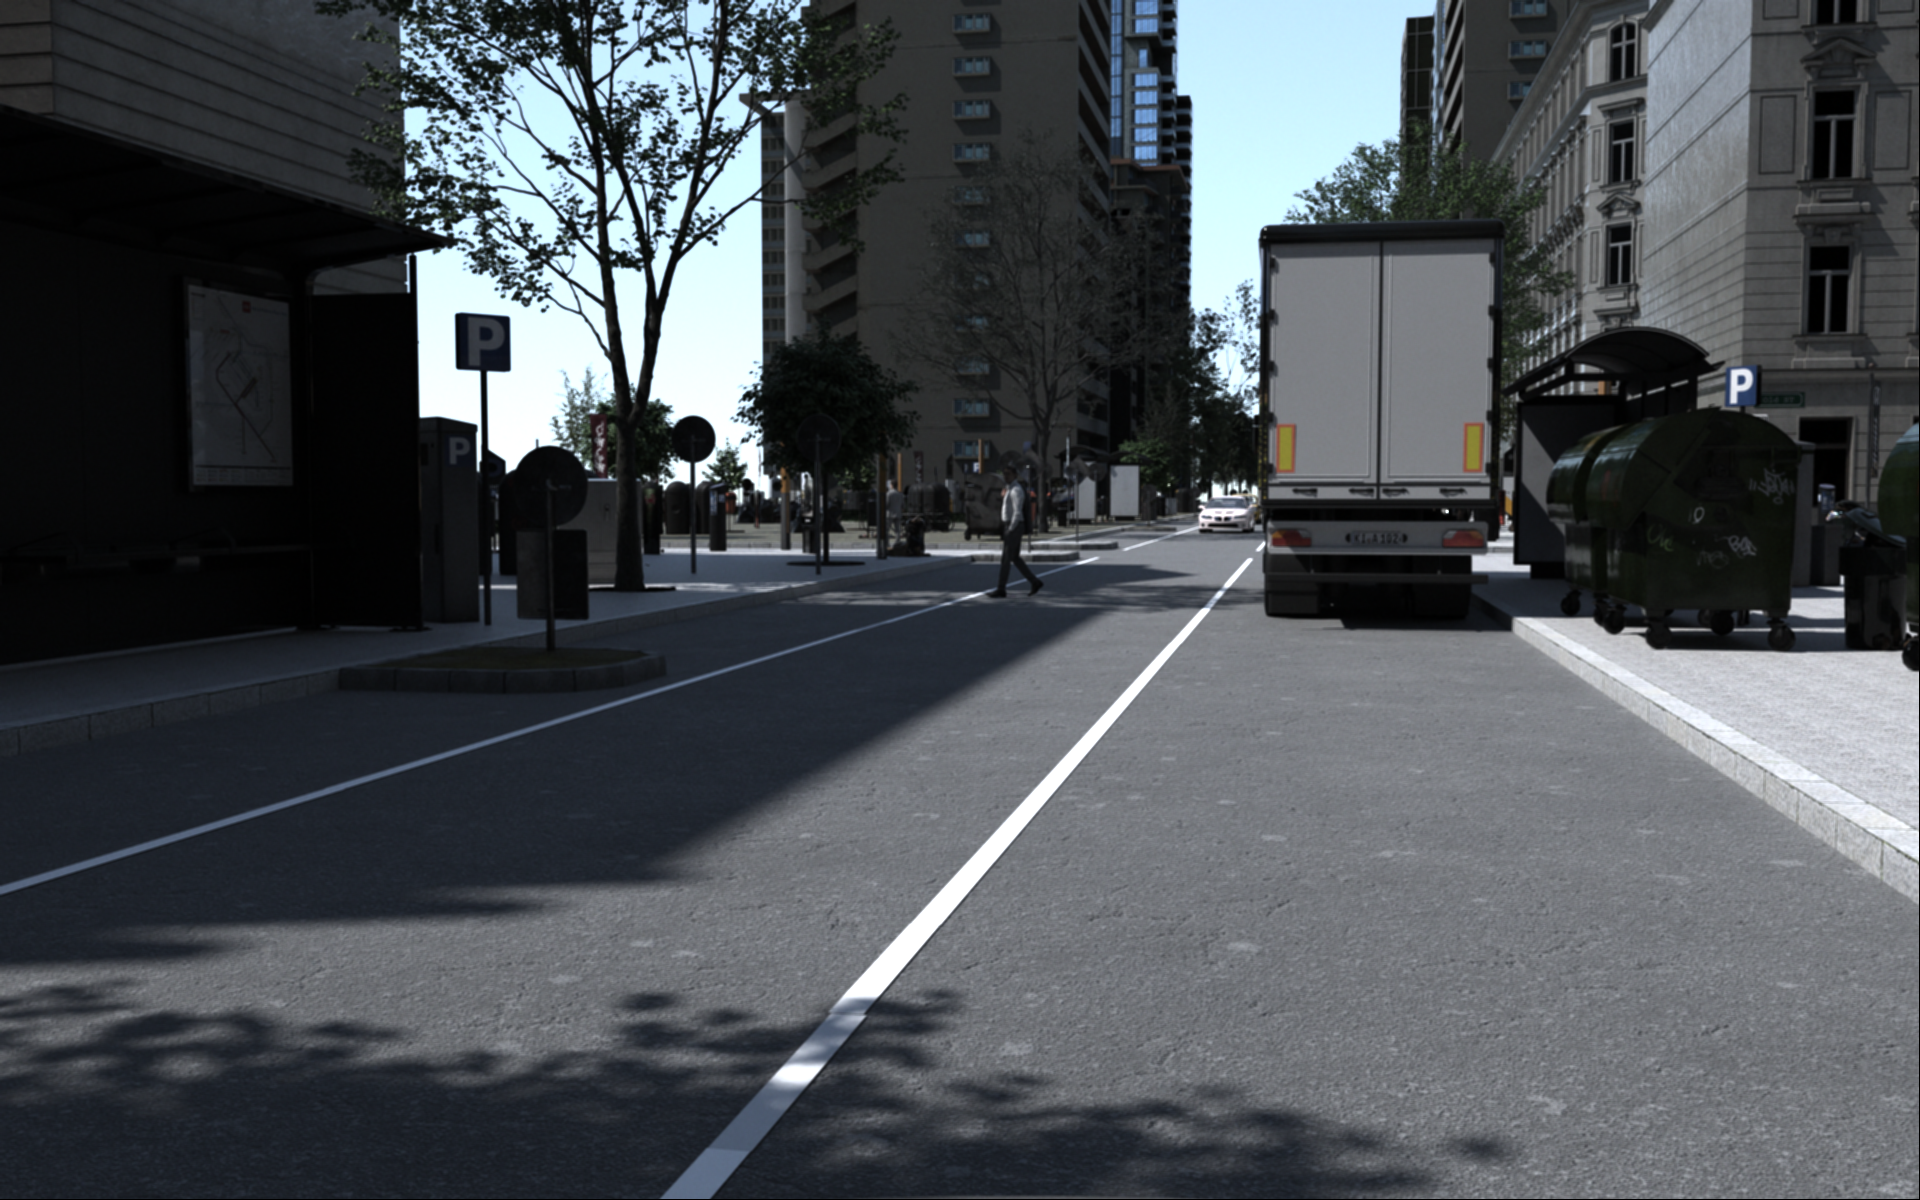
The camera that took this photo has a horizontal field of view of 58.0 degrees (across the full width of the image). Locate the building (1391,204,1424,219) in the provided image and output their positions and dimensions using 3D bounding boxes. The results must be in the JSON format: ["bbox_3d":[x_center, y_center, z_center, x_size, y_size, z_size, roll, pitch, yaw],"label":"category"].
[{"bbox_3d":[67.291,-34.213,242.978,14.154,41.232,14.086,1,4,11],"label":"building"}]

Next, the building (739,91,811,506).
[{"bbox_3d":[-1.132,-28.500,157.862,32.217,40.220,23.993,1,4,11],"label":"building"}]

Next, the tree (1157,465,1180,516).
[{"bbox_3d":[11.995,-6.569,102.011,1.663,3.219,1.824,0,3,0],"label":"tree"}]

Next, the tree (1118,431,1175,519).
[{"bbox_3d":[9.665,-6.510,90.157,4.285,4.588,4.351,0,3,0],"label":"tree"}]

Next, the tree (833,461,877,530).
[{"bbox_3d":[-3.589,-4.109,61.791,1.663,3.219,1.824,0,3,0],"label":"tree"}]

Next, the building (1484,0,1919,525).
[{"bbox_3d":[38.810,-19.330,92.463,17.030,29.872,44.131,1,4,11],"label":"building"}]

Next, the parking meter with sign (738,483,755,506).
[{"bbox_3d":[-13.275,-6.889,108.904,0.543,3.016,1.738,3,5,41],"label":"parking meter with sign"}]

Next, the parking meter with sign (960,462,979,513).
[{"bbox_3d":[0.683,-5.997,94.310,0.543,3.016,1.738,1,4,20],"label":"parking meter with sign"}]

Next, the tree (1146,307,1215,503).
[{"bbox_3d":[22.969,-18.164,152.867,12.611,20.169,13.585,0,3,0],"label":"tree"}]

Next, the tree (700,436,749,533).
[{"bbox_3d":[-7.877,-3.879,58.024,1.663,3.219,1.824,0,3,0],"label":"tree"}]

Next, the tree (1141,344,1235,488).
[{"bbox_3d":[17.334,-13.045,131.418,7.486,12.596,7.792,0,3,0],"label":"tree"}]

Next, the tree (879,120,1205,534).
[{"bbox_3d":[2.724,-8.942,56.569,12.009,13.543,11.850,0,3,0],"label":"tree"}]

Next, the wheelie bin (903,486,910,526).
[{"bbox_3d":[-1.867,-3.717,68.686,0.980,1.594,0.693,-2,4,-34],"label":"wheelie bin"}]

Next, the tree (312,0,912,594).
[{"bbox_3d":[-4.285,-5.930,22.707,9.928,11.665,9.643,0,3,0],"label":"tree"}]

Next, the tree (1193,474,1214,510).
[{"bbox_3d":[20.164,-9.144,144.104,1.663,3.219,1.824,0,3,0],"label":"tree"}]

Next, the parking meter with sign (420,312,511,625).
[{"bbox_3d":[-5.188,-1.297,17.467,0.543,3.016,1.738,-3,5,-43],"label":"parking meter with sign"}]

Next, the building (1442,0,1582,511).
[{"bbox_3d":[50.508,-31.539,139.368,21.300,48.544,21.600,1,4,11],"label":"building"}]

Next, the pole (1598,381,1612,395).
[{"bbox_3d":[10.937,-2.178,29.461,0.158,3.312,0.155,0,3,0],"label":"pole"}]

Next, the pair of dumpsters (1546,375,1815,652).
[{"bbox_3d":[6.568,-0.834,16.128,1.574,2.255,4.437,1,4,11],"label":"pair of dumpsters"}]

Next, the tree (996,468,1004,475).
[{"bbox_3d":[2.789,-7.216,112.575,1.663,3.219,1.824,0,3,0],"label":"tree"}]

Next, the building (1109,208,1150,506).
[{"bbox_3d":[11.466,-24.669,175.032,14.160,30.474,14.107,1,4,11],"label":"building"}]

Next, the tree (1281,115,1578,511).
[{"bbox_3d":[13.150,-7.533,48.927,9.928,11.665,9.643,0,3,0],"label":"tree"}]

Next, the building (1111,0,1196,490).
[{"bbox_3d":[24.112,-57.614,254.665,22.319,86.520,31.000,1,4,11],"label":"building"}]

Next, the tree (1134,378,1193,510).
[{"bbox_3d":[12.818,-9.789,110.406,4.360,8.622,3.978,0,3,0],"label":"tree"}]

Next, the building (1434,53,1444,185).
[{"bbox_3d":[56.975,-33.330,164.555,23.786,49.044,30.456,1,4,11],"label":"building"}]

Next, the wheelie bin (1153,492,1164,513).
[{"bbox_3d":[13.244,-6.582,115.517,0.980,1.594,0.693,2,4,30],"label":"wheelie bin"}]

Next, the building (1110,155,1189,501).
[{"bbox_3d":[18.179,-34.986,226.646,22.147,44.769,28.867,1,4,11],"label":"building"}]

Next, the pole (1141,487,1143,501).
[{"bbox_3d":[11.396,-6.973,107.844,0.158,3.312,0.155,0,3,0],"label":"pole"}]

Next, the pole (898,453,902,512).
[{"bbox_3d":[-2.998,-5.681,86.726,0.158,3.312,0.155,0,3,0],"label":"pole"}]

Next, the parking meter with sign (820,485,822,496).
[{"bbox_3d":[-6.662,-5.148,80.436,0.543,3.016,1.738,1,4,15],"label":"parking meter with sign"}]

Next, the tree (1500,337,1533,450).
[{"bbox_3d":[23.172,-7.690,76.095,4.737,8.622,4.395,0,3,0],"label":"tree"}]

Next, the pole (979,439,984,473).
[{"bbox_3d":[0.800,-4.321,64.492,0.158,3.312,0.155,0,3,0],"label":"pole"}]

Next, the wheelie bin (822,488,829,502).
[{"bbox_3d":[-7.090,-4.974,89.227,0.693,1.594,0.980,-1,4,-15],"label":"wheelie bin"}]

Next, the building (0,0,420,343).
[{"bbox_3d":[-19.832,-11.003,29.053,18.267,20.994,9.793,1,4,11],"label":"building"}]

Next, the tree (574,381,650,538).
[{"bbox_3d":[-9.518,-4.083,50.466,4.285,4.588,4.351,0,3,0],"label":"tree"}]

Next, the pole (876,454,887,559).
[{"bbox_3d":[-1.543,-2.459,34.041,0.158,3.312,0.155,0,3,0],"label":"pole"}]

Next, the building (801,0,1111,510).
[{"bbox_3d":[-0.175,-31.211,134.000,21.300,48.544,21.600,1,4,11],"label":"building"}]

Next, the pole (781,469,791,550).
[{"bbox_3d":[-4.003,-2.805,39.697,0.158,3.312,0.155,0,3,0],"label":"pole"}]

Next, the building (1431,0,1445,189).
[{"bbox_3d":[68.345,-55.369,217.947,22.319,86.520,31.000,1,4,11],"label":"building"}]

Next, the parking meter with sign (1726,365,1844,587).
[{"bbox_3d":[11.430,-1.694,23.957,1.738,3.016,0.543,-1,4,-22],"label":"parking meter with sign"}]

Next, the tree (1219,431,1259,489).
[{"bbox_3d":[33.898,-17.113,214.203,8.767,10.594,7.601,2,4,30],"label":"tree"}]

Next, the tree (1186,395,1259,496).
[{"bbox_3d":[29.841,-16.957,194.256,9.611,12.733,9.660,0,3,0],"label":"tree"}]

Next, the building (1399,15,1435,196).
[{"bbox_3d":[74.097,-50.173,258.578,20.563,71.187,20.611,1,4,11],"label":"building"}]

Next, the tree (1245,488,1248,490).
[{"bbox_3d":[45.575,-19.598,270.780,4.737,8.622,4.395,0,3,0],"label":"tree"}]

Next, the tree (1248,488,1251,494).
[{"bbox_3d":[43.107,-18.818,258.041,4.360,8.622,3.978,0,3,0],"label":"tree"}]

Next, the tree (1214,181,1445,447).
[{"bbox_3d":[24.154,-15.316,106.305,12.611,20.169,13.585,0,3,0],"label":"tree"}]

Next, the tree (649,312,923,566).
[{"bbox_3d":[-2.516,-2.924,31.525,4.285,4.588,4.351,0,3,0],"label":"tree"}]

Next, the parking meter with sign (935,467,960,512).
[{"bbox_3d":[-0.448,-6.341,99.929,1.738,3.016,0.543,2,4,24],"label":"parking meter with sign"}]
